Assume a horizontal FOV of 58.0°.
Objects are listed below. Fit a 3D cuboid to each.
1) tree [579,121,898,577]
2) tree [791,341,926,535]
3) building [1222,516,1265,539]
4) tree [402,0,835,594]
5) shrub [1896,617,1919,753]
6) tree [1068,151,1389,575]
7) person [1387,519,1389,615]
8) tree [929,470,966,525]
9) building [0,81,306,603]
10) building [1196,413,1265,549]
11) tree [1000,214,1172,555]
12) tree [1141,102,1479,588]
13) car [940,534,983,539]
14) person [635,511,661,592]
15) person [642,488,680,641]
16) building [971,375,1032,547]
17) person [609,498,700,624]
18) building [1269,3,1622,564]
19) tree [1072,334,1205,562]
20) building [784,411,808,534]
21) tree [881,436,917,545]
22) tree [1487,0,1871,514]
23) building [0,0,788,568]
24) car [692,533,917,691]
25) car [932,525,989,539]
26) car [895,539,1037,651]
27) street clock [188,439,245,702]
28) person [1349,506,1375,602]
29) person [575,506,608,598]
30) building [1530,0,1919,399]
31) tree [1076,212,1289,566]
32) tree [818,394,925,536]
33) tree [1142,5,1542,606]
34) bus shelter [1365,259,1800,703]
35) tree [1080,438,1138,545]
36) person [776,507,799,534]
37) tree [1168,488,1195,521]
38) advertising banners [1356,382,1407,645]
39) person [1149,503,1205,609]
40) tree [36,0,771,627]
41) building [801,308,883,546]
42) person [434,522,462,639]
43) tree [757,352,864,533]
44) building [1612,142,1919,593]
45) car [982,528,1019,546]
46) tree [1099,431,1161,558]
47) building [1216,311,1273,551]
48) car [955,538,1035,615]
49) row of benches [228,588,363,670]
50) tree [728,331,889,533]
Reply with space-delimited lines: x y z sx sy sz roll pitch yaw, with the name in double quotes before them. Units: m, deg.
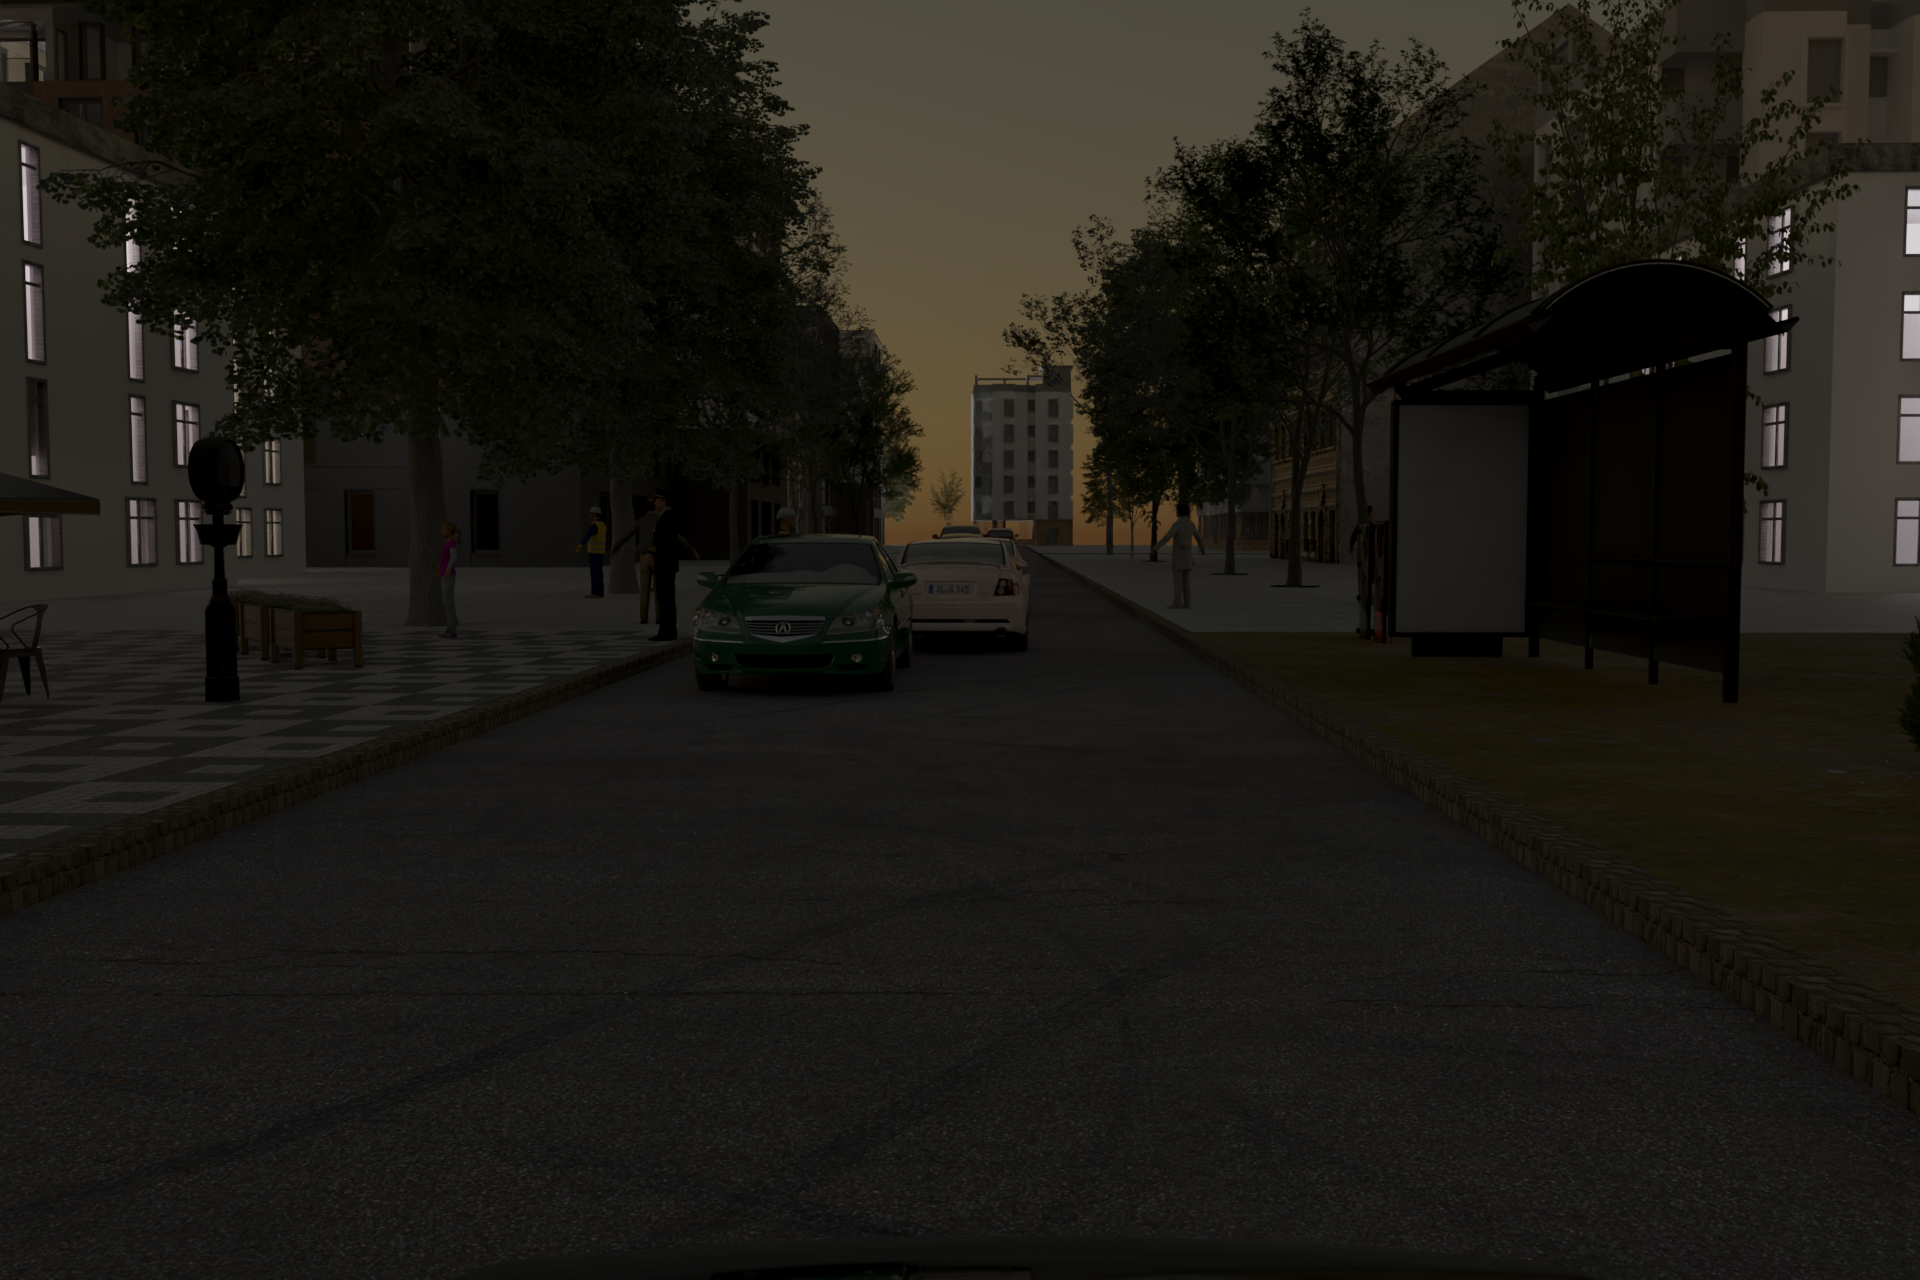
"tree" -6.978 -8.680 52.295 12.009 13.543 11.850 0 3 0
"tree" -5.703 -10.326 94.591 9.928 11.665 9.643 0 3 0
"building" 31.359 -19.732 179.045 16.016 20.090 11.380 0 4 1
"tree" -7.328 -7.964 36.867 9.857 13.997 8.962 0 3 0
"shrub" 5.526 0.113 9.265 1.383 1.207 1.383 0 3 0
"tree" 8.631 -8.794 54.149 12.009 13.543 11.850 0 3 0
"person" 6.921 -1.300 27.378 1.348 1.813 0.705 -3 5 -44
"tree" -1.333 -14.931 194.479 4.737 8.622 4.395 0 3 0
"building" -22.180 -6.135 42.457 9.099 9.664 28.070 0 4 1
"building" 27.341 -18.647 161.296 16.016 20.090 11.380 0 4 2
"tree" 8.072 -15.274 105.622 12.611 20.169 13.585 0 3 0
"tree" 8.221 -7.069 41.332 9.928 11.665 9.643 0 3 0
"car" 0.055 -2.321 48.166 2.015 1.641 3.980 0 4 1
"person" -6.736 -2.000 38.556 1.347 1.847 0.705 3 5 42
"person" -3.572 -0.912 20.847 0.705 1.837 1.347 0 4 2
"building" 1.650 -20.760 198.301 11.380 20.090 16.016 0 4 -2
"person" -4.392 -1.131 24.766 1.348 1.796 0.705 0 4 8
"building" 25.382 -15.317 81.359 19.493 23.208 18.063 0 4 1
"tree" 9.162 -9.431 79.955 9.928 11.665 9.643 0 3 0
"building" -21.039 -15.896 126.356 16.747 18.905 31.486 0 4 1
"tree" -8.350 -17.112 197.902 7.486 12.596 7.792 0 3 0
"tree" 8.079 -4.298 20.642 4.737 8.622 4.395 0 3 0
"building" -24.358 -14.582 82.384 27.936 21.610 32.646 0 4 2
"car" -1.462 -0.338 17.331 2.131 1.459 4.920 0 4 2
"car" 0.043 -3.758 70.113 2.281 1.827 5.304 0 4 1
"car" -0.036 -0.626 22.600 2.083 1.381 4.827 0 4 2
"street clock" -5.672 -0.532 13.264 0.358 2.002 0.471 0 4 3
"person" 7.643 -1.605 32.385 0.704 1.812 1.346 -1 4 -23
"person" -7.314 -1.756 34.678 0.705 1.833 1.349 1 4 14
"building" 27.458 -12.829 66.175 16.016 20.090 11.380 0 4 1
"tree" 9.018 -9.914 68.757 9.857 13.997 8.962 0 3 0
"tree" -5.400 -10.544 106.800 7.601 10.594 8.767 -3 4 -37
"tree" 7.014 -5.908 31.014 7.601 10.594 8.767 1 4 23
"bus shelter" 5.209 -1.322 15.535 2.014 3.302 5.546 0 4 1
"tree" 17.259 -17.111 197.885 7.486 12.596 7.792 0 3 0
"person" -2.075 -0.784 21.741 0.721 1.772 1.216 0 4 0
"tree" 26.064 -14.969 195.111 4.360 8.622 3.978 0 3 0
"advertising banners" 4.965 -1.482 20.411 0.090 3.025 2.074 0 3 0
"person" 3.798 -1.446 29.825 1.347 1.806 0.705 -3 5 -40
"tree" -7.413 -7.165 23.808 9.857 13.997 8.962 0 3 0
"building" -22.606 -20.033 171.507 27.936 21.610 32.646 0 4 1
"person" -6.347 -0.735 21.284 0.599 1.433 0.991 -2 4 -24
"tree" -6.520 -7.179 67.733 4.360 8.622 3.978 0 3 0
"building" 23.303 -5.823 37.353 9.099 9.664 28.070 0 4 2
"car" 2.455 -5.926 105.556 2.281 1.827 5.304 0 4 1
"tree" 9.218 -8.595 90.897 4.737 8.622 4.395 0 3 0
"building" 26.264 -17.425 141.320 16.016 20.090 11.380 0 4 2
"car" 0.363 -1.205 32.071 2.083 1.381 4.827 0 4 2
"row of benches" -7.149 -0.167 18.196 1.422 0.672 4.104 -2 4 -33
"tree" -6.513 -8.612 75.221 7.601 10.594 8.767 1 4 11
